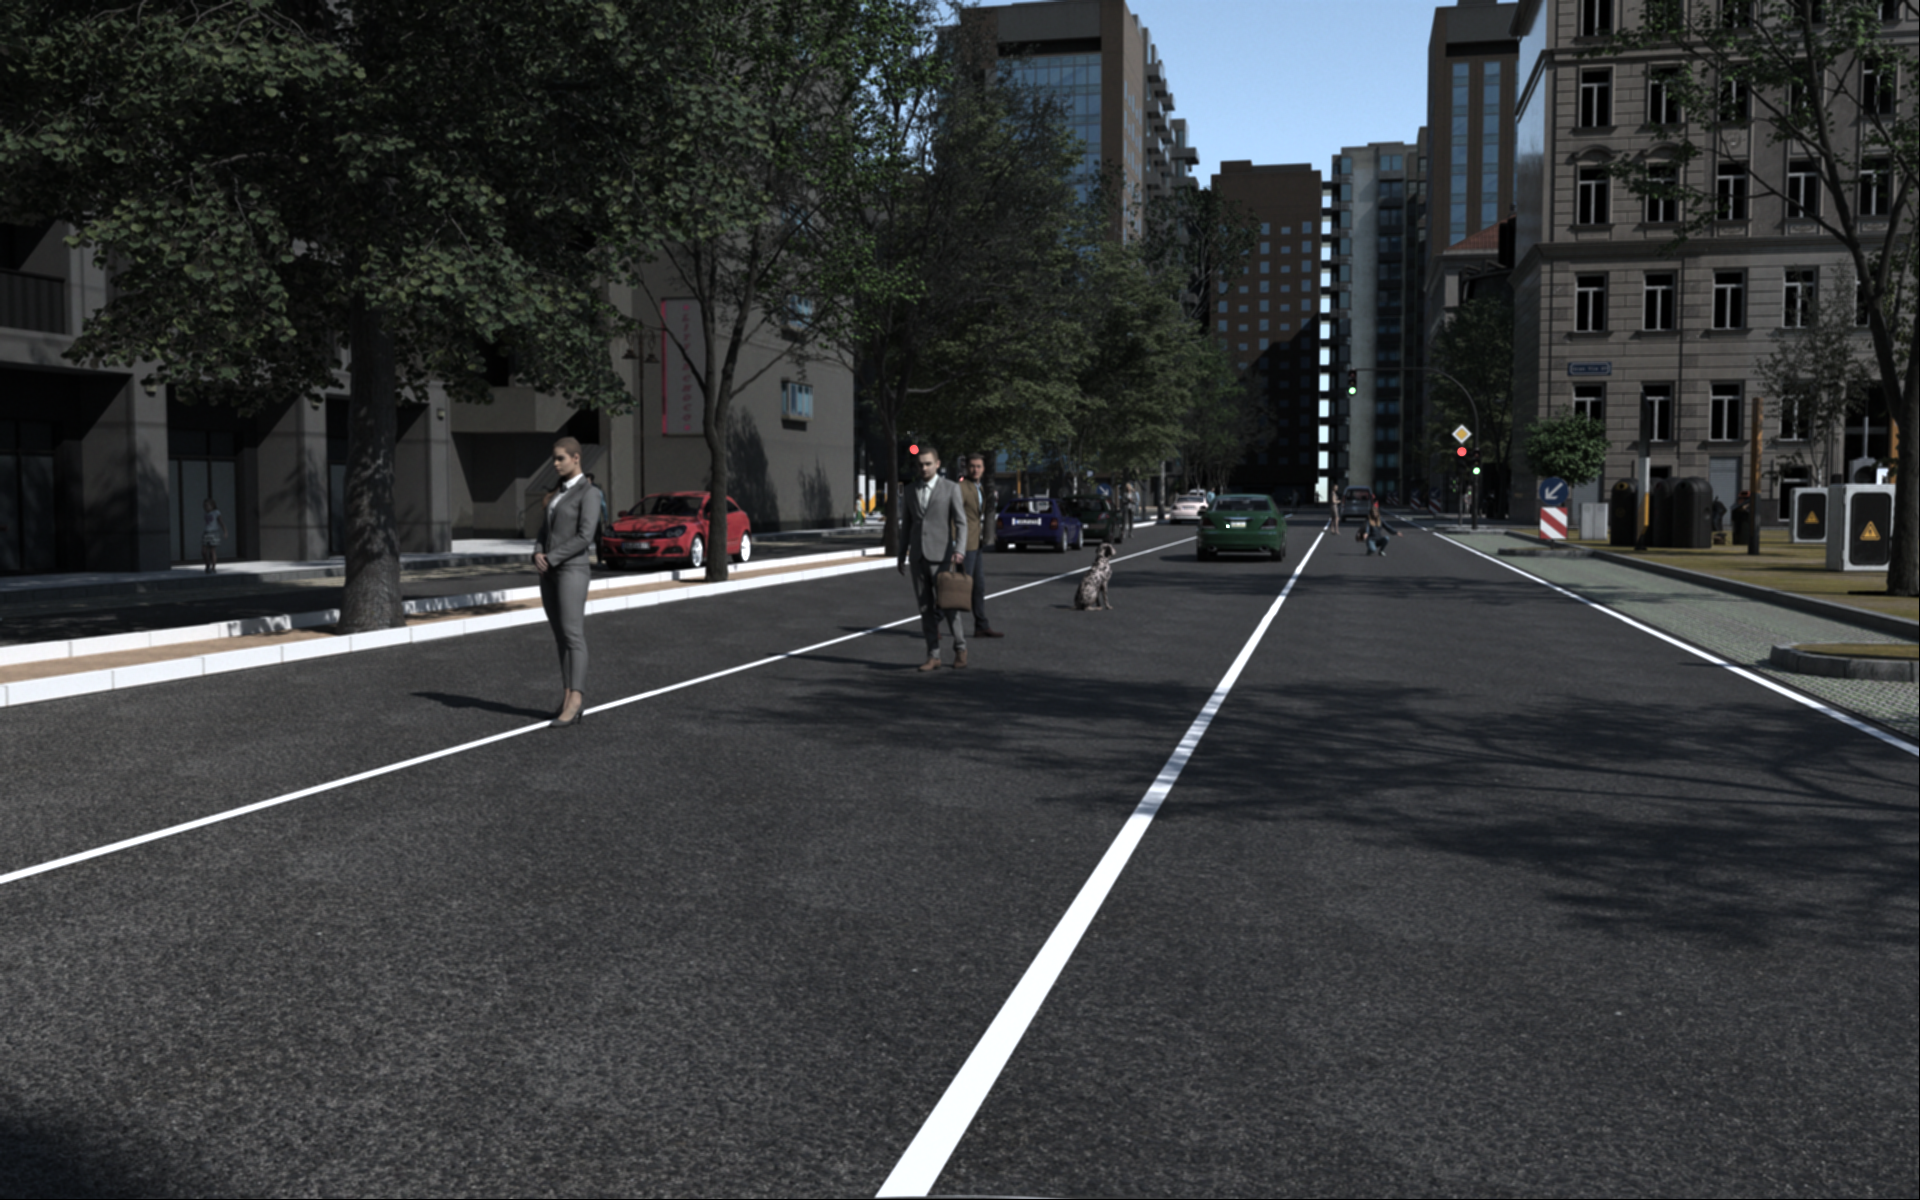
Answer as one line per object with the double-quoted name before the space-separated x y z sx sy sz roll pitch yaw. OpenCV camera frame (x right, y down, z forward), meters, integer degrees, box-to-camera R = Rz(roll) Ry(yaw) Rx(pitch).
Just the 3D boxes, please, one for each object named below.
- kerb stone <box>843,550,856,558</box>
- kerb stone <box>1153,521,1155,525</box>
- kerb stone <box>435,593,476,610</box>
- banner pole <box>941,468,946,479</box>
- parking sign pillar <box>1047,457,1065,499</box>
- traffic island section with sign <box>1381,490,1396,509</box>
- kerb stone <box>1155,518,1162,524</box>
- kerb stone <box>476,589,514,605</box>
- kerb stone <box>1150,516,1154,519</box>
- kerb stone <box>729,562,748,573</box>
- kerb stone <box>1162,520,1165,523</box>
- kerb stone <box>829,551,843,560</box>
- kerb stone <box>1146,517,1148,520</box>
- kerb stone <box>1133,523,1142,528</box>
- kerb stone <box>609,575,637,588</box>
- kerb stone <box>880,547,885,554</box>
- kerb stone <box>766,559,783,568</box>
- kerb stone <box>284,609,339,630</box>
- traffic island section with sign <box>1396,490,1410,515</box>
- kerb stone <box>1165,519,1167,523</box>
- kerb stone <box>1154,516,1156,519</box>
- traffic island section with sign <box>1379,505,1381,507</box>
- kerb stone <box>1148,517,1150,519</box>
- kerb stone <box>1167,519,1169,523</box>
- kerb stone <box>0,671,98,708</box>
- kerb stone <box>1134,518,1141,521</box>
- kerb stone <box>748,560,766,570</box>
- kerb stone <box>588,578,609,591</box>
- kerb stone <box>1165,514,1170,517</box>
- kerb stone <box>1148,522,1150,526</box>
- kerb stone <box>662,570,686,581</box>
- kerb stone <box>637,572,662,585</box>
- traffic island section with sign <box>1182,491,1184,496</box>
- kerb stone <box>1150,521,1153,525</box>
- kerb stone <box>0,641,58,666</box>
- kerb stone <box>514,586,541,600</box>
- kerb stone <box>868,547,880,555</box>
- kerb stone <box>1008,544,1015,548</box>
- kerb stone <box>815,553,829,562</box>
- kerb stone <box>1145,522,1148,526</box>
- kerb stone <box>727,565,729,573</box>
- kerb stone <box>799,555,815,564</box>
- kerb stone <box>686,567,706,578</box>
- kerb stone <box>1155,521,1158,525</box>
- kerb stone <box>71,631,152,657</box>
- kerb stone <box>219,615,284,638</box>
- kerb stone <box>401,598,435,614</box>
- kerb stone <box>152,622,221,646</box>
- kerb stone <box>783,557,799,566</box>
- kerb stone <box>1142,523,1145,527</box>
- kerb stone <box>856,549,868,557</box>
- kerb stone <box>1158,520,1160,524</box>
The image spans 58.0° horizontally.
"kerb stone" -2.583 -1.005 38.625 0.120 0.150 1.000 1 4 13
"kerb stone" 8.768 -3.519 79.742 0.120 0.150 1.000 1 4 13
"kerb stone" -6.373 0.035 21.627 0.120 0.150 1.000 1 4 13
"banner pole" -1.186 -9.113 139.008 0.863 3.779 0.401 -2 4 -24
"parking sign pillar" 6.936 -8.337 124.784 1.447 3.967 1.447 2 4 34
"traffic island section with sign" 42.535 -9.852 169.705 1.989 1.847 2.006 1 4 13
"kerb stone" 9.436 -3.703 82.740 0.120 0.150 1.000 1 4 13
"kerb stone" -6.152 -0.026 22.625 0.120 0.150 1.000 1 4 13
"kerb stone" 10.741 -4.649 98.209 0.120 0.150 1.000 1 4 13
"kerb stone" -4.141 -0.574 31.623 0.120 0.150 1.000 1 4 13
"kerb stone" 9.658 -3.764 83.742 0.120 0.150 1.000 1 4 13
"kerb stone" -2.802 -0.943 37.620 0.120 0.150 1.000 1 4 13
"kerb stone" 10.073 -4.464 95.199 0.120 0.150 1.000 1 4 13
"kerb stone" 7.646 -3.214 74.752 0.120 0.150 1.000 1 4 13
"kerb stone" -5.255 -0.271 26.620 0.120 0.150 1.000 1 4 13
"kerb stone" -1.899 -1.189 41.636 0.120 0.150 1.000 1 4 13
"kerb stone" -3.698 -0.699 33.624 0.120 0.150 1.000 1 4 13
"kerb stone" -7.046 0.218 18.636 0.120 0.150 1.000 1 4 13
"traffic island section with sign" 31.451 -6.820 120.135 1.989 1.847 2.006 1 4 13
"kerb stone" 9.889 -3.825 84.738 0.120 0.150 1.000 1 4 13
"kerb stone" 10.973 -4.710 99.207 0.120 0.150 1.000 1 4 13
"traffic island section with sign" 48.429 -11.461 196.010 1.989 1.847 2.006 1 4 13
"kerb stone" 10.298 -4.527 96.204 0.120 0.150 1.000 1 4 13
"kerb stone" 10.107 -3.882 85.737 0.120 0.150 1.000 1 4 13
"kerb stone" -6.348 0.619 12.146 0.120 0.150 1.000 1 4 13
"kerb stone" 9.402 -4.282 92.202 0.120 0.150 1.000 1 4 13
"kerb stone" -3.921 -0.634 32.624 0.120 0.150 1.000 1 4 13
"kerb stone" -5.491 -0.204 25.626 0.120 0.150 1.000 1 4 13
"kerb stone" 12.987 -5.261 108.217 0.120 0.150 1.000 1 4 13
"kerb stone" 8.319 -3.397 77.747 0.120 0.150 1.000 1 4 13
"kerb stone" -4.815 -0.393 28.628 0.120 0.150 1.000 1 4 13
"kerb stone" -5.040 -0.324 27.623 0.120 0.150 1.000 1 4 13
"traffic island section with sign" 22.577 -10.087 173.557 1.989 1.847 2.006 1 4 13
"kerb stone" 8.537 -3.459 78.746 0.120 0.150 1.000 1 4 13
"kerb stone" -7.947 0.462 14.636 0.120 0.150 1.000 1 4 13
"kerb stone" -5.934 -0.088 23.630 0.120 0.150 1.000 1 4 13
"kerb stone" -2.128 -1.127 40.628 0.120 0.150 1.000 1 4 13
"kerb stone" 1.480 -1.526 47.151 0.120 0.150 1.000 1 4 13
"kerb stone" -3.030 -0.882 36.616 0.120 0.150 1.000 1 4 13
"kerb stone" 8.097 -3.332 76.749 0.120 0.150 1.000 1 4 13
"kerb stone" -4.370 -0.516 30.627 0.120 0.150 1.000 1 4 13
"kerb stone" -3.246 -0.821 35.617 0.120 0.150 1.000 1 4 13
"kerb stone" -4.592 -0.449 29.626 0.120 0.150 1.000 1 4 13
"kerb stone" 8.994 -3.581 80.739 0.120 0.150 1.000 1 4 13
"kerb stone" -7.708 0.404 15.638 0.120 0.150 1.000 1 4 13
"kerb stone" -7.268 0.279 17.634 0.120 0.150 1.000 1 4 13
"kerb stone" -6.596 0.096 20.630 0.120 0.150 1.000 1 4 13
"kerb stone" -7.492 0.348 16.638 0.120 0.150 1.000 1 4 13
"kerb stone" -3.474 -0.754 34.621 0.120 0.150 1.000 1 4 13
"kerb stone" 7.868 -3.275 75.752 0.120 0.150 1.000 1 4 13
"kerb stone" -2.349 -1.062 39.626 0.120 0.150 1.000 1 4 13
"kerb stone" 9.218 -3.637 81.742 0.120 0.150 1.000 1 4 13
